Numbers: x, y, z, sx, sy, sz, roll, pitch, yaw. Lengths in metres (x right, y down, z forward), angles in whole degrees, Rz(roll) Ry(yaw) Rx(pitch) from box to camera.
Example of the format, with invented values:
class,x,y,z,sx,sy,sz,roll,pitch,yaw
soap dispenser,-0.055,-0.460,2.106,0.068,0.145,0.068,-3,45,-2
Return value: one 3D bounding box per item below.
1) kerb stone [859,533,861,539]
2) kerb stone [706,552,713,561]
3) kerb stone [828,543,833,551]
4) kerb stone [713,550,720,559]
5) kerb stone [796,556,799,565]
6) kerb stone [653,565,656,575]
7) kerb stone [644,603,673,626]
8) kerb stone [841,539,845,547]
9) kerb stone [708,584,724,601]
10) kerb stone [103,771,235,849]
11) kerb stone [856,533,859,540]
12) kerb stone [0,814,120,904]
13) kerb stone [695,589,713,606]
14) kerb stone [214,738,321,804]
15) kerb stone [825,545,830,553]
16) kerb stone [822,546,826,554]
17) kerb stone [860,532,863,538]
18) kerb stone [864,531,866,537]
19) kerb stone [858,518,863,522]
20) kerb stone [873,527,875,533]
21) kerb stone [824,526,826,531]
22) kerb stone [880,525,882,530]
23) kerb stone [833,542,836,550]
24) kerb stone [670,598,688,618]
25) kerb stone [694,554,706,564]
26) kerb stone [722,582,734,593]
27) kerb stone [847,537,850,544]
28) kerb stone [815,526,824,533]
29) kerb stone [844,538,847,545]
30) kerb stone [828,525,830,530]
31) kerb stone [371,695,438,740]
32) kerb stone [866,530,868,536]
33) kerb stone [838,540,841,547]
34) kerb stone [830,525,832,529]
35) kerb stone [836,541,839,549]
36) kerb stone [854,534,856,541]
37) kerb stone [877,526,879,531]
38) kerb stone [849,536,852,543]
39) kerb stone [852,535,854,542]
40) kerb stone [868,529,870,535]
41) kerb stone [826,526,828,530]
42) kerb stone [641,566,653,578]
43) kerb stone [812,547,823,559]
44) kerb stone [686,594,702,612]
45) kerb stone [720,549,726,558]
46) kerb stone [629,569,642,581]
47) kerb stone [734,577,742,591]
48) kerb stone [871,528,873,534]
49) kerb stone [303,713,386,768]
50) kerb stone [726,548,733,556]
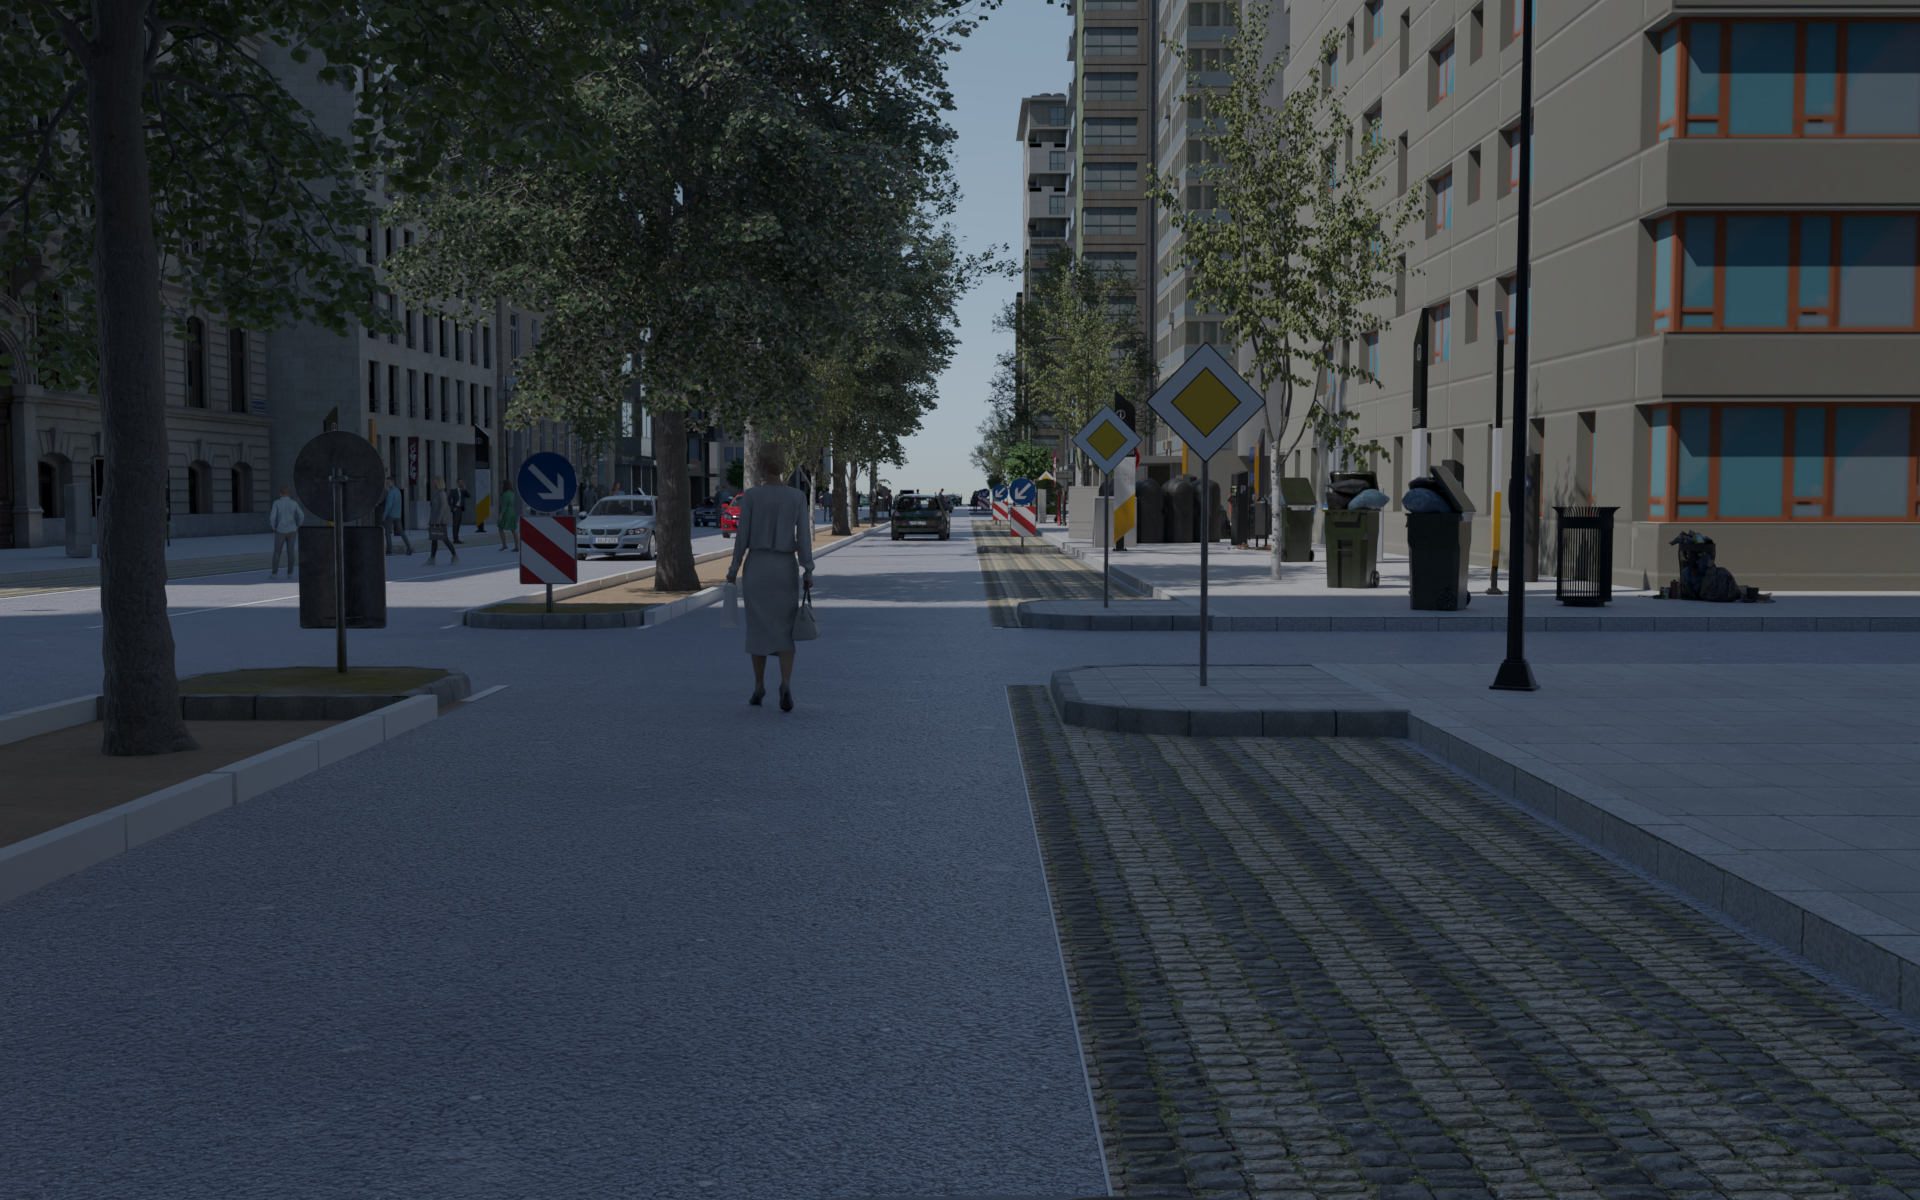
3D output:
class,x,y,z,sx,sy,sz,roll,pitch,yaw
kerb stone,-3.276,-1.954,54.206,0.120,0.150,1.000,0,4,0
kerb stone,-5.432,-0.892,36.779,0.120,0.150,1.000,0,4,0
kerb stone,-3.308,-1.268,42.921,0.120,0.150,1.000,0,4,0
kerb stone,-5.425,-0.954,37.801,0.120,0.150,1.000,0,4,0
kerb stone,-3.325,-0.890,36.778,0.120,0.150,1.000,0,4,0
kerb stone,-5.441,-0.516,30.632,0.120,0.150,1.000,0,4,0
kerb stone,-3.378,0.174,19.357,0.120,0.150,1.000,0,4,0
kerb stone,-3.292,-1.518,47.017,0.120,0.150,1.000,0,4,0
kerb stone,-3.361,-0.077,23.460,0.120,0.150,1.000,0,4,0
kerb stone,-3.411,0.904,7.473,0.120,0.150,1.000,0,4,0
kerb stone,-3.278,-1.894,53.178,0.120,0.150,1.000,0,4,0
kerb stone,-3.409,0.963,6.444,0.120,0.150,1.000,0,4,0
kerb stone,-3.363,-0.012,22.436,0.120,0.150,1.000,0,4,0
kerb stone,-3.400,0.837,8.504,0.120,0.150,1.000,0,4,0
kerb stone,-3.313,-1.201,41.893,0.120,0.150,1.000,0,4,0
kerb stone,-3.319,-1.140,40.868,0.120,0.150,1.000,0,4,0
kerb stone,-3.267,-2.020,55.228,0.120,0.150,1.000,0,4,0
kerb stone,-3.265,-2.136,57.272,0.120,0.150,1.000,0,4,0
kerb stone,-5.273,-4.338,93.125,0.120,0.150,1.000,0,4,0
kerb stone,-3.255,-2.459,62.401,0.120,0.150,1.000,0,4,0
kerb stone,-5.346,-2.707,66.495,0.120,0.150,1.000,0,4,0
kerb stone,-3.232,-2.771,67.518,0.120,0.150,1.000,0,4,0
kerb stone,-3.308,-1.330,43.943,0.120,0.150,1.000,0,4,0
kerb stone,-3.369,0.111,20.385,0.120,0.150,1.000,0,4,0
kerb stone,-5.433,-0.829,35.755,0.120,0.150,1.000,0,4,0
kerb stone,-3.360,-0.140,24.485,0.120,0.150,1.000,0,4,0
kerb stone,-3.290,-1.644,49.068,0.120,0.150,1.000,0,4,0
kerb stone,-5.347,-2.647,65.467,0.120,0.150,1.000,0,4,0
kerb stone,-3.298,-1.581,48.046,0.120,0.150,1.000,0,4,0
kerb stone,-5.342,-2.835,68.547,0.120,0.150,1.000,0,4,0
kerb stone,-3.400,0.711,10.566,0.120,0.150,1.000,0,4,0
kerb stone,-3.266,-2.208,58.303,0.120,0.150,1.000,0,4,0
kerb stone,-3.310,-1.455,45.987,0.120,0.150,1.000,0,4,0
kerb stone,-5.328,-2.897,69.569,0.120,0.150,1.000,0,4,0
kerb stone,-3.303,-1.390,44.965,0.120,0.150,1.000,0,4,0
kerb stone,-3.288,-1.832,52.148,0.120,0.150,1.000,0,4,0
kerb stone,-3.248,-2.647,65.467,0.120,0.150,1.000,0,4,0
kerb stone,-3.293,-1.705,50.096,0.120,0.150,1.000,0,4,0
kerb stone,-3.285,-1.766,51.126,0.120,0.150,1.000,0,4,0
kerb stone,-3.270,-2.271,59.332,0.120,0.150,1.000,0,4,0
kerb stone,-5.340,-2.771,67.525,0.120,0.150,1.000,0,4,0
kerb stone,-5.446,-0.452,29.610,0.120,0.150,1.000,0,4,0
kerb stone,-3.314,-1.071,39.847,0.120,0.150,1.000,0,4,0
kerb stone,-3.359,0.056,21.414,0.120,0.150,1.000,0,4,0
kerb stone,-5.425,-1.004,38.824,0.120,0.150,1.000,0,4,0
kerb stone,-5.446,-0.389,28.583,0.120,0.150,1.000,0,4,0
kerb stone,-3.358,-0.203,25.507,0.120,0.150,1.000,0,4,0
kerb stone,-3.252,-2.388,61.379,0.120,0.150,1.000,0,4,0
kerb stone,-3.402,0.775,9.532,0.120,0.150,1.000,0,4,0
kerb stone,-5.417,-1.079,39.845,0.120,0.150,1.000,0,4,0
